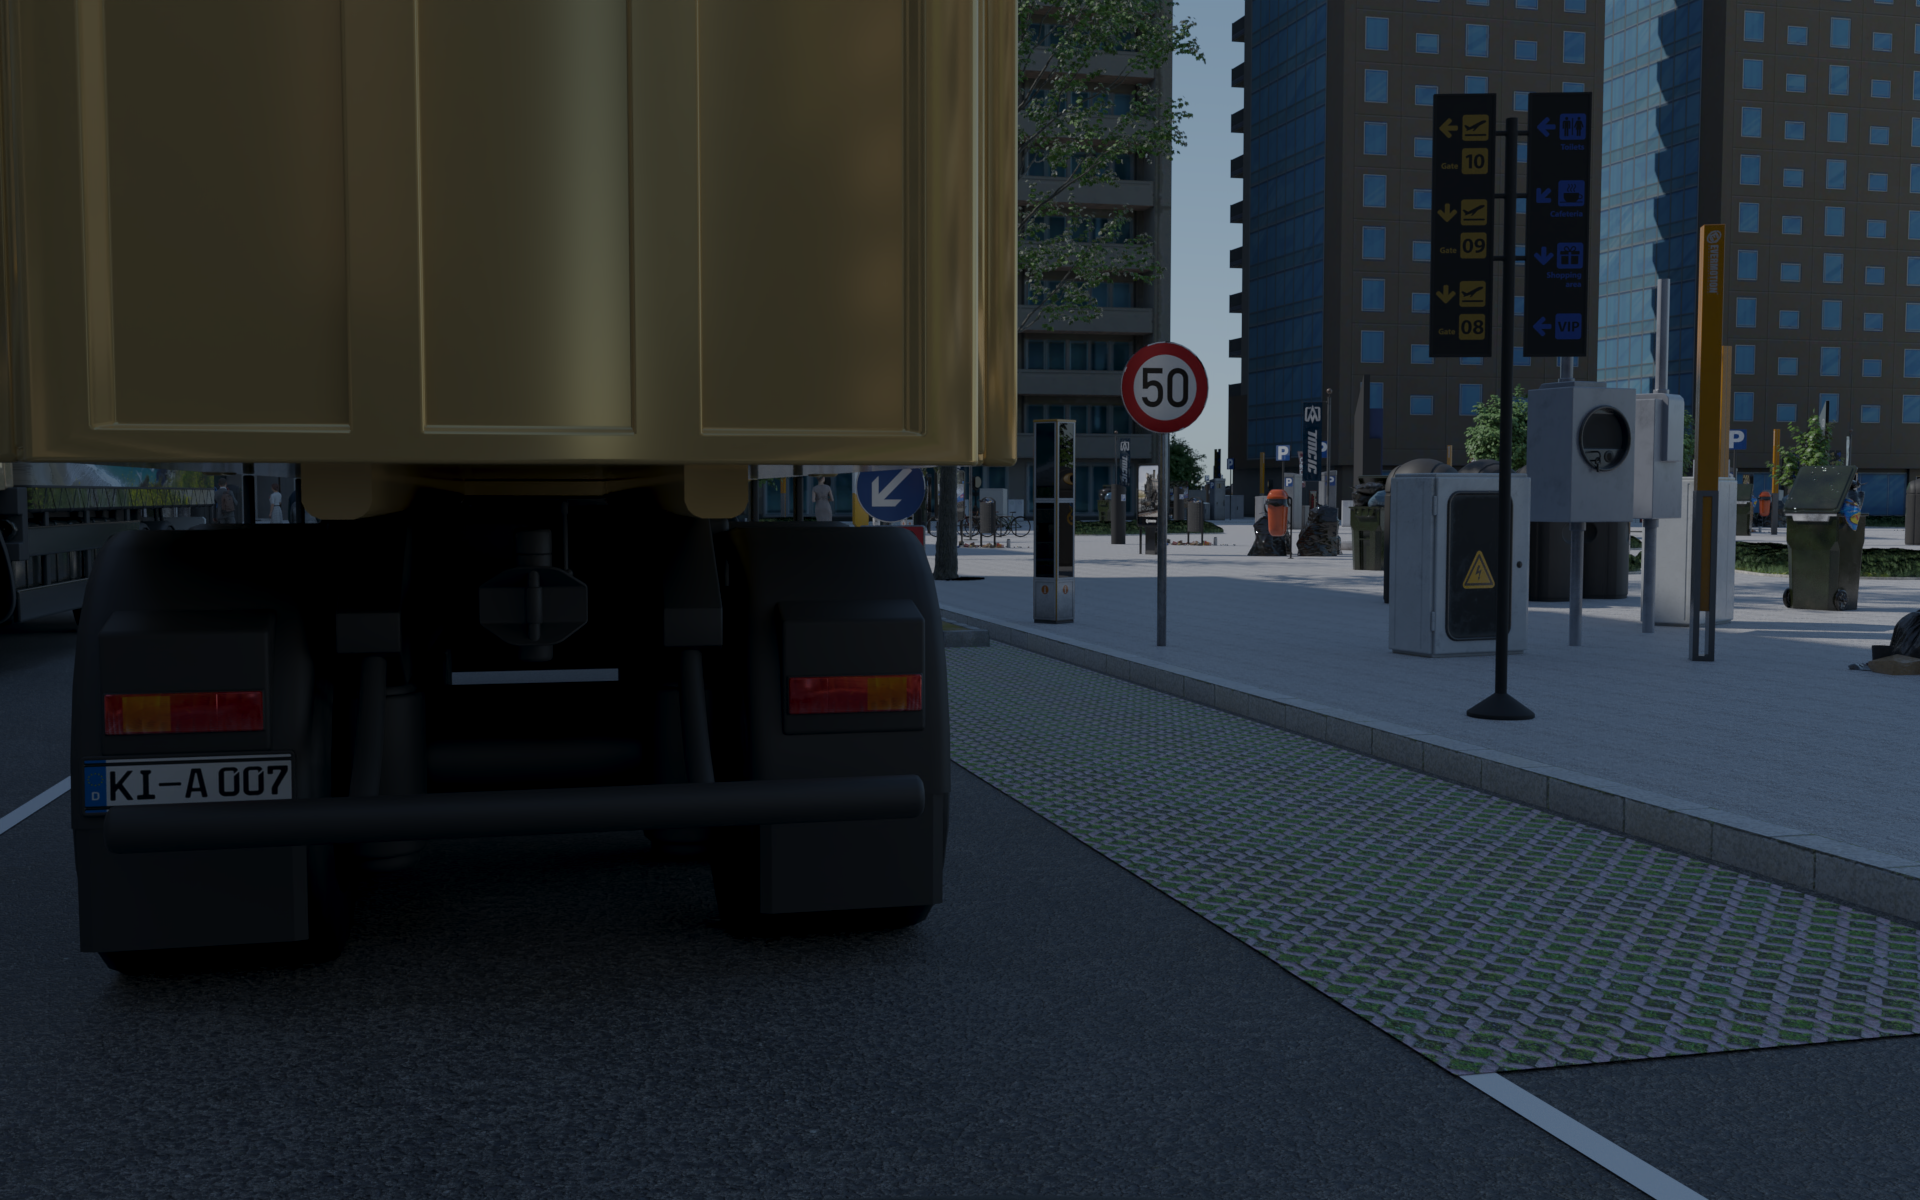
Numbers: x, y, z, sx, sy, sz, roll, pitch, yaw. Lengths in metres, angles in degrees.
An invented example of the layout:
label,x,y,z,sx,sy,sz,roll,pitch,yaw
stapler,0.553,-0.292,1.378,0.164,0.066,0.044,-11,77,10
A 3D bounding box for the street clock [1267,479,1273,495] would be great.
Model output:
label,x,y,z,sx,sy,sz,roll,pitch,yaw
street clock,14.981,-4.835,83.615,0.358,2.002,0.471,0,4,5

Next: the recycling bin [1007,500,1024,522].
label,x,y,z,sx,sy,sz,roll,pitch,yaw
recycling bin,2.557,-4.148,80.366,0.722,1.027,0.722,0,4,-4

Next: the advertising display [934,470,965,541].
label,x,y,z,sx,sy,sz,roll,pitch,yaw
advertising display,-0.273,-2.534,46.641,0.974,1.923,0.123,-3,5,-40

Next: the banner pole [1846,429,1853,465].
label,x,y,z,sx,sy,sz,roll,pitch,yaw
banner pole,33.987,-4.665,66.298,0.401,3.779,0.863,3,4,38

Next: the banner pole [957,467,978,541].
label,x,y,z,sx,sy,sz,roll,pitch,yaw
banner pole,0.065,-3.540,47.890,0.863,3.779,0.401,0,4,2

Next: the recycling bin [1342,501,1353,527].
label,x,y,z,sx,sy,sz,roll,pitch,yaw
recycling bin,15.374,-3.376,67.758,0.722,1.027,0.722,2,4,28

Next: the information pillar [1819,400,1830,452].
label,x,y,z,sx,sy,sz,roll,pitch,yaw
information pillar,21.727,-3.197,43.627,0.183,3.616,0.504,0,4,8

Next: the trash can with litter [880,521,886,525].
label,x,y,z,sx,sy,sz,roll,pitch,yaw
trash can with litter,-2.251,-2.586,53.675,0.624,1.170,1.055,3,5,44

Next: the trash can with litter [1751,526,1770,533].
label,x,y,z,sx,sy,sz,roll,pitch,yaw
trash can with litter,26.437,-2.910,58.634,1.678,1.210,2.233,-1,4,-8

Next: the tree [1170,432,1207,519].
label,x,y,z,sx,sy,sz,roll,pitch,yaw
tree,11.000,-6.491,89.834,4.285,4.588,4.351,0,3,0

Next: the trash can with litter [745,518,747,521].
label,x,y,z,sx,sy,sz,roll,pitch,yaw
trash can with litter,-9.141,-4.061,77.456,1.678,1.210,2.233,-2,4,-24

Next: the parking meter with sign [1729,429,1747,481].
label,x,y,z,sx,sy,sz,roll,pitch,yaw
parking meter with sign,20.996,-3.131,47.453,0.543,3.016,1.738,1,4,10

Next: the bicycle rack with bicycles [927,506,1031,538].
label,x,y,z,sx,sy,sz,roll,pitch,yaw
bicycle rack with bicycles,0.731,-2.363,52.010,2.925,0.926,2.852,1,4,17

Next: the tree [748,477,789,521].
label,x,y,z,sx,sy,sz,roll,pitch,yaw
tree,-5.963,-4.040,49.774,4.285,4.588,4.351,0,3,0

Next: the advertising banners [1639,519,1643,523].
label,x,y,z,sx,sy,sz,roll,pitch,yaw
advertising banners,30.603,-4.965,77.358,2.074,3.025,0.090,-2,4,-24

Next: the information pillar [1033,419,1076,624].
label,x,y,z,sx,sy,sz,roll,pitch,yaw
information pillar,0.935,-0.776,17.188,0.304,2.012,0.304,3,5,41

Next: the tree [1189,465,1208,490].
label,x,y,z,sx,sy,sz,roll,pitch,yaw
tree,13.163,-6.315,97.845,1.663,3.219,1.824,0,3,0

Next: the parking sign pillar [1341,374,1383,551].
label,x,y,z,sx,sy,sz,roll,pitch,yaw
parking sign pillar,9.341,-3.135,39.732,1.447,3.967,1.447,0,4,4

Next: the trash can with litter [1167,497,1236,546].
label,x,y,z,sx,sy,sz,roll,pitch,yaw
trash can with litter,5.742,-1.994,43.656,1.678,1.210,2.233,-2,4,-35

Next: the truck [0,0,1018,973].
label,x,y,z,sx,sy,sz,roll,pitch,yaw
truck,-2.209,-0.798,8.965,3.469,3.379,9.791,-1,4,-14

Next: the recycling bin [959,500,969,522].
label,x,y,z,sx,sy,sz,roll,pitch,yaw
recycling bin,-0.044,-4.064,79.007,0.722,1.027,0.722,1,4,17

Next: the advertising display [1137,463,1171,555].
label,x,y,z,sx,sy,sz,roll,pitch,yaw
advertising display,4.063,-1.920,36.598,0.123,1.923,0.974,-2,4,-29

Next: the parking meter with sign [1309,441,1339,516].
label,x,y,z,sx,sy,sz,roll,pitch,yaw
parking meter with sign,11.936,-3.675,56.346,0.543,3.016,1.738,0,4,-3

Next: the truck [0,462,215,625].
label,x,y,z,sx,sy,sz,roll,pitch,yaw
truck,-9.186,-1.646,15.831,2.839,4.237,11.283,-1,4,-13

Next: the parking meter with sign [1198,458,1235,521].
label,x,y,z,sx,sy,sz,roll,pitch,yaw
parking meter with sign,12.503,-5.381,84.239,1.738,3.016,0.543,-2,4,-29

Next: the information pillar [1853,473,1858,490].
label,x,y,z,sx,sy,sz,roll,pitch,yaw
information pillar,31.511,-3.470,61.225,0.304,2.012,0.304,1,4,20

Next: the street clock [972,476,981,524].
label,x,y,z,sx,sy,sz,roll,pitch,yaw
street clock,0.638,-4.030,70.465,0.358,2.002,0.471,3,5,42

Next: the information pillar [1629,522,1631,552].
label,x,y,z,sx,sy,sz,roll,pitch,yaw
information pillar,13.768,-1.925,35.964,0.304,2.012,0.304,2,4,25

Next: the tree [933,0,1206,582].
label,x,y,z,sx,sy,sz,roll,pitch,yaw
tree,-0.097,-6.098,25.451,9.928,11.665,9.643,0,3,0

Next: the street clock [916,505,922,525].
label,x,y,z,sx,sy,sz,roll,pitch,yaw
street clock,-1.444,-3.463,61.183,0.358,2.002,0.471,0,4,5

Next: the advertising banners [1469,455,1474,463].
label,x,y,z,sx,sy,sz,roll,pitch,yaw
advertising banners,17.852,-4.058,62.533,2.074,3.025,0.090,2,4,31

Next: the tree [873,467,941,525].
label,x,y,z,sx,sy,sz,roll,pitch,yaw
tree,-1.556,-5.125,34.150,4.360,8.622,3.978,0,3,0

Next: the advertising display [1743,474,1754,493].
label,x,y,z,sx,sy,sz,roll,pitch,yaw
advertising display,24.893,-3.030,54.753,0.123,1.923,0.974,1,4,12

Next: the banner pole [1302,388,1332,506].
label,x,y,z,sx,sy,sz,roll,pitch,yaw
banner pole,8.545,-3.134,41.250,0.863,3.779,0.401,2,4,25

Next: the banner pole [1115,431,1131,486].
label,x,y,z,sx,sy,sz,roll,pitch,yaw
banner pole,6.375,-4.801,68.510,0.863,3.779,0.401,2,4,32

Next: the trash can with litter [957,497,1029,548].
label,x,y,z,sx,sy,sz,roll,pitch,yaw
trash can with litter,0.502,-1.879,41.785,1.678,1.210,2.233,-3,5,-39

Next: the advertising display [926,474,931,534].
label,x,y,z,sx,sy,sz,roll,pitch,yaw
advertising display,-1.016,-3.130,56.388,0.123,1.923,0.974,0,4,-4

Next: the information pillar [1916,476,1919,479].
label,x,y,z,sx,sy,sz,roll,pitch,yaw
information pillar,38.810,-4.003,69.942,0.304,2.012,0.304,-2,4,-26

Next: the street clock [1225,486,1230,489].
label,x,y,z,sx,sy,sz,roll,pitch,yaw
street clock,23.095,-8.846,149.202,0.471,2.002,0.358,0,4,0

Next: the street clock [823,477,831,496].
label,x,y,z,sx,sy,sz,roll,pitch,yaw
street clock,-5.302,-3.922,68.688,0.358,2.002,0.471,-2,4,-25

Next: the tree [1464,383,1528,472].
label,x,y,z,sx,sy,sz,roll,pitch,yaw
tree,16.417,-4.123,51.125,4.285,4.588,4.351,0,3,0

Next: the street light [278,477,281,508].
label,x,y,z,sx,sy,sz,roll,pitch,yaw
street light,-28.400,-6.080,72.202,0.468,5.910,1.993,-1,4,-14

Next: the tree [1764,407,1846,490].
label,x,y,z,sx,sy,sz,roll,pitch,yaw
tree,18.975,-2.677,38.367,1.663,3.219,1.824,0,3,0

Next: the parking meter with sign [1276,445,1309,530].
label,x,y,z,sx,sy,sz,roll,pitch,yaw
parking meter with sign,12.048,-4.052,62.516,0.543,3.016,1.738,3,4,38

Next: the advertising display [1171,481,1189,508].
label,x,y,z,sx,sy,sz,roll,pitch,yaw
advertising display,10.817,-4.919,85.635,0.974,1.923,0.123,0,4,-1

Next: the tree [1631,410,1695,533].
label,x,y,z,sx,sy,sz,roll,pitch,yaw
tree,23.134,-4.549,58.098,4.285,4.588,4.351,0,3,0

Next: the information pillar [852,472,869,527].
label,x,y,z,sx,sy,sz,roll,pitch,yaw
information pillar,-2.378,-3.070,41.548,0.183,3.616,0.504,3,5,41

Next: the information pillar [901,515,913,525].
label,x,y,z,sx,sy,sz,roll,pitch,yaw
information pillar,-1.698,-3.122,55.529,0.304,2.012,0.304,-3,4,-39

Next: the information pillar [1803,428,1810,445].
label,x,y,z,sx,sy,sz,roll,pitch,yaw
information pillar,30.079,-4.296,61.592,0.183,3.616,0.504,0,4,0

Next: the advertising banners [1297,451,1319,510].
label,x,y,z,sx,sy,sz,roll,pitch,yaw
advertising banners,14.513,-4.583,71.124,2.074,3.025,0.090,-3,5,-39
